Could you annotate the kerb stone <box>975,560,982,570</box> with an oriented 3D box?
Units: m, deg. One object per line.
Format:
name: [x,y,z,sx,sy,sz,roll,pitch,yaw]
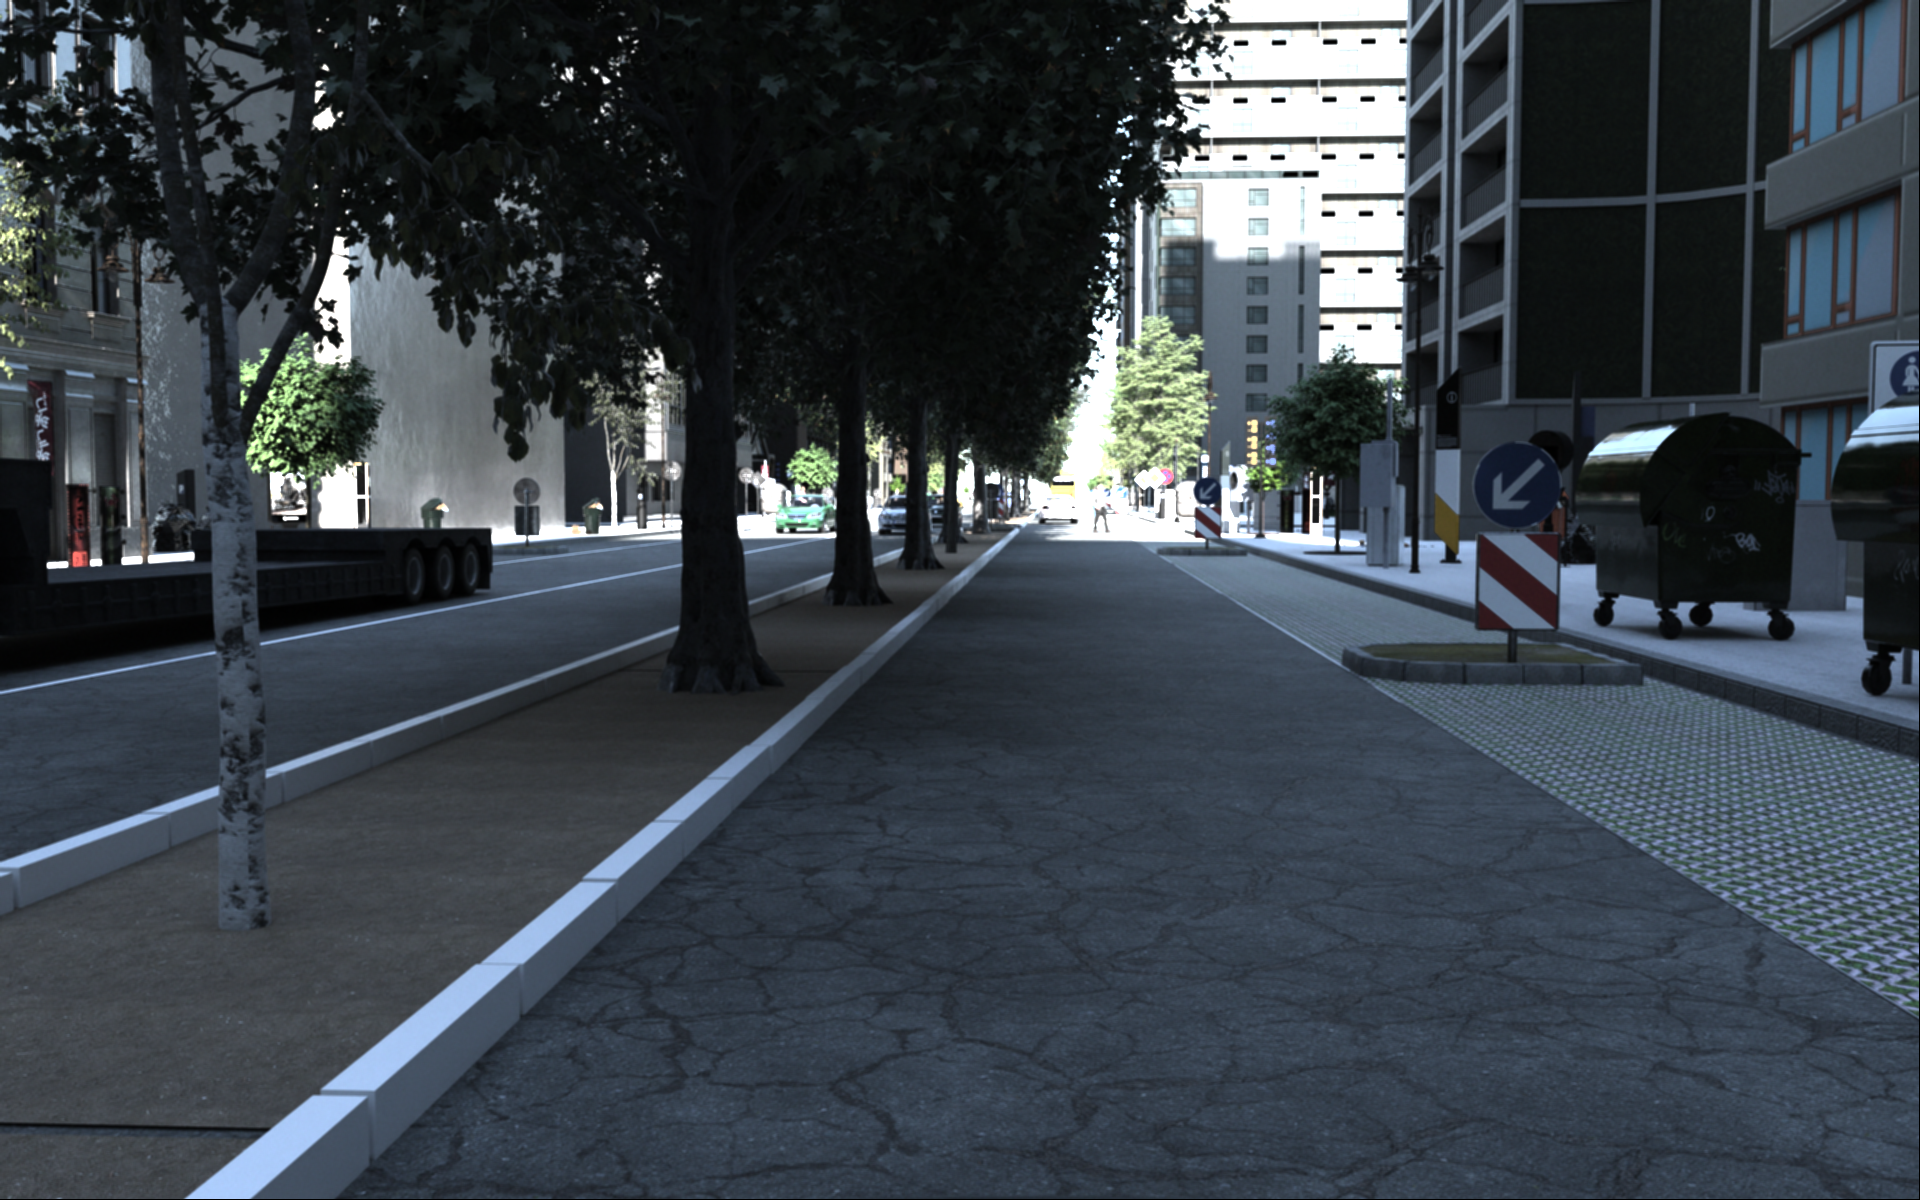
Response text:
kerb stone: [0.269,-0.594,31.905,0.120,0.150,1.000,0,4,3]

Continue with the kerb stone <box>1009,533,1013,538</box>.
kerb stone: [1.493,-1.910,53.425,0.120,0.150,1.000,0,4,3]

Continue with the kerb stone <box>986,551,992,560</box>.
kerb stone: [0.554,-0.905,37.022,0.120,0.150,1.000,0,4,3]

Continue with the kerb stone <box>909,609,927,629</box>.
kerb stone: [-0.481,0.229,18.559,0.120,0.150,1.000,0,4,3]

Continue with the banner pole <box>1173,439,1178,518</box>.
banner pole: [9.774,-5.422,78.670,0.401,3.779,0.863,0,4,-6]

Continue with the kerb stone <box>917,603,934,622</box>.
kerb stone: [-0.418,0.164,19.579,0.120,0.150,1.000,0,4,3]

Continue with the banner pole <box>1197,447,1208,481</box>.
banner pole: [12.983,-6.292,92.895,0.863,3.779,0.401,2,4,24]

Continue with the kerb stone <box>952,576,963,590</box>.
kerb stone: [-0.074,-0.214,25.731,0.120,0.150,1.000,0,4,3]

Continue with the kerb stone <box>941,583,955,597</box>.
kerb stone: [-0.199,-0.091,23.685,0.120,0.150,1.000,0,4,3]

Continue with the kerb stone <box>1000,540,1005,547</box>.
kerb stone: [1.029,-1.408,45.223,0.120,0.150,1.000,0,4,3]

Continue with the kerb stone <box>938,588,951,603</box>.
kerb stone: [-0.242,-0.028,22.654,0.120,0.150,1.000,0,4,3]

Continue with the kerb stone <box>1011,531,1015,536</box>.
kerb stone: [1.607,-2.029,55.473,0.120,0.150,1.000,0,4,3]

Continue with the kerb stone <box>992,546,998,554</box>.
kerb stone: [0.739,-1.091,40.084,0.120,0.150,1.000,0,4,3]

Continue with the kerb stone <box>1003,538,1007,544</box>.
kerb stone: [1.144,-1.530,47.271,0.120,0.150,1.000,0,4,3]

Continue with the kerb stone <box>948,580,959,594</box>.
kerb stone: [-0.136,-0.153,24.707,0.120,0.150,1.000,0,4,3]

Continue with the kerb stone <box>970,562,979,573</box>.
kerb stone: [0.208,-0.531,30.880,0.120,0.150,1.000,0,4,3]

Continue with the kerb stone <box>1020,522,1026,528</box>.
kerb stone: [2.616,-3.132,73.411,0.120,0.150,1.000,0,4,3]

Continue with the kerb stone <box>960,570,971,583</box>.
kerb stone: [0.050,-0.338,27.792,0.120,0.150,1.000,0,4,3]

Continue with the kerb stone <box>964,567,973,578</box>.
kerb stone: [0.094,-0.404,28.828,0.120,0.150,1.000,0,4,3]

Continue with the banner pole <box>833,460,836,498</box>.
banner pole: [-8.529,-7.797,117.500,0.401,3.779,0.863,1,4,15]

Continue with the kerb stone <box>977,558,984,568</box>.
kerb stone: [0.331,-0.653,32.930,0.120,0.150,1.000,0,4,3]

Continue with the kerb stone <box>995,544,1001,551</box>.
kerb stone: [0.855,-1.220,42.144,0.120,0.150,1.000,0,4,3]

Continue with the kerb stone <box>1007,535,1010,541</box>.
kerb stone: [1.311,-1.722,50.354,0.120,0.150,1.000,0,4,3]

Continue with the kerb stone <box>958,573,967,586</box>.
kerb stone: [-0.017,-0.278,26.766,0.120,0.150,1.000,0,4,3]

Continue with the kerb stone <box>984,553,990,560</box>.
kerb stone: [0.500,-0.843,35.992,0.120,0.150,1.000,0,4,3]

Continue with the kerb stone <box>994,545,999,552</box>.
kerb stone: [0.792,-1.157,41.116,0.120,0.150,1.000,0,4,3]

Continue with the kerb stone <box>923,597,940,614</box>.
kerb stone: [-0.367,0.097,20.606,0.120,0.150,1.000,0,4,3]

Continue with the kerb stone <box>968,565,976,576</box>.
kerb stone: [0.157,-0.468,29.848,0.120,0.150,1.000,0,4,3]

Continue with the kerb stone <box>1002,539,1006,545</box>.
kerb stone: [1.089,-1.471,46.250,0.120,0.150,1.000,0,4,3]

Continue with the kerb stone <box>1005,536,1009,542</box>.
kerb stone: [1.258,-1.660,49.330,0.120,0.150,1.000,0,4,3]

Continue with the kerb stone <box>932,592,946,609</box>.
kerb stone: [-0.301,0.036,21.631,0.120,0.150,1.000,0,4,3]

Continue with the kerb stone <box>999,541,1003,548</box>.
kerb stone: [0.968,-1.346,44.203,0.120,0.150,1.000,0,4,3]

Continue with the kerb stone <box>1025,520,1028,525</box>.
kerb stone: [2.901,-3.445,78.529,0.120,0.150,1.000,0,4,3]

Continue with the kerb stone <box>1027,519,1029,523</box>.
kerb stone: [3.015,-3.570,80.570,0.120,0.150,1.000,0,4,3]

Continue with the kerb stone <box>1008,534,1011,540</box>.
kerb stone: [1.376,-1.785,51.377,0.120,0.150,1.000,0,4,3]

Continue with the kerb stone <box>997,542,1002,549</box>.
kerb stone: [0.912,-1.283,43.168,0.120,0.150,1.000,0,4,3]

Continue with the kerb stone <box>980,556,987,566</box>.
kerb stone: [0.390,-0.719,33.950,0.120,0.150,1.000,0,4,3]

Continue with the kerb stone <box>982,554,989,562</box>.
kerb stone: [0.449,-0.775,34.971,0.120,0.150,1.000,0,4,3]

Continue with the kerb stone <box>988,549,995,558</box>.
kerb stone: [0.625,-0.965,38.042,0.120,0.150,1.000,0,4,3]

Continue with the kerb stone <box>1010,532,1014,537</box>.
kerb stone: [1.547,-1.973,54.446,0.120,0.150,1.000,0,4,3]

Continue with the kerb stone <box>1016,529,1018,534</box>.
kerb stone: [1.830,-2.285,59.560,0.120,0.150,1.000,0,4,3]

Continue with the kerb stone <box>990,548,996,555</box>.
kerb stone: [0.680,-1.032,39.064,0.120,0.150,1.000,0,4,3]

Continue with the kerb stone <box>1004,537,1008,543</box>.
kerb stone: [1.198,-1.595,48.303,0.120,0.150,1.000,0,4,3]

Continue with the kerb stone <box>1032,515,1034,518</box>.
kerb stone: [3.889,-4.508,95.907,0.120,0.150,1.000,0,4,3]

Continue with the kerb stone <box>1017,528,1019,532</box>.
kerb stone: [1.952,-2.411,61.612,0.120,0.150,1.000,0,4,3]

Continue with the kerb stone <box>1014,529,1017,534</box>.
kerb stone: [1.778,-2.223,58.535,0.120,0.150,1.000,0,4,3]

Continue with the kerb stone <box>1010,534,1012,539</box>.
kerb stone: [1.431,-1.848,52.405,0.120,0.150,1.000,0,4,3]

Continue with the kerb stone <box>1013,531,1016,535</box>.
kerb stone: [1.662,-2.096,56.494,0.120,0.150,1.000,0,4,3]

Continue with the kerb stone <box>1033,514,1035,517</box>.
kerb stone: [4.062,-4.696,98.976,0.120,0.150,1.000,0,4,3]
